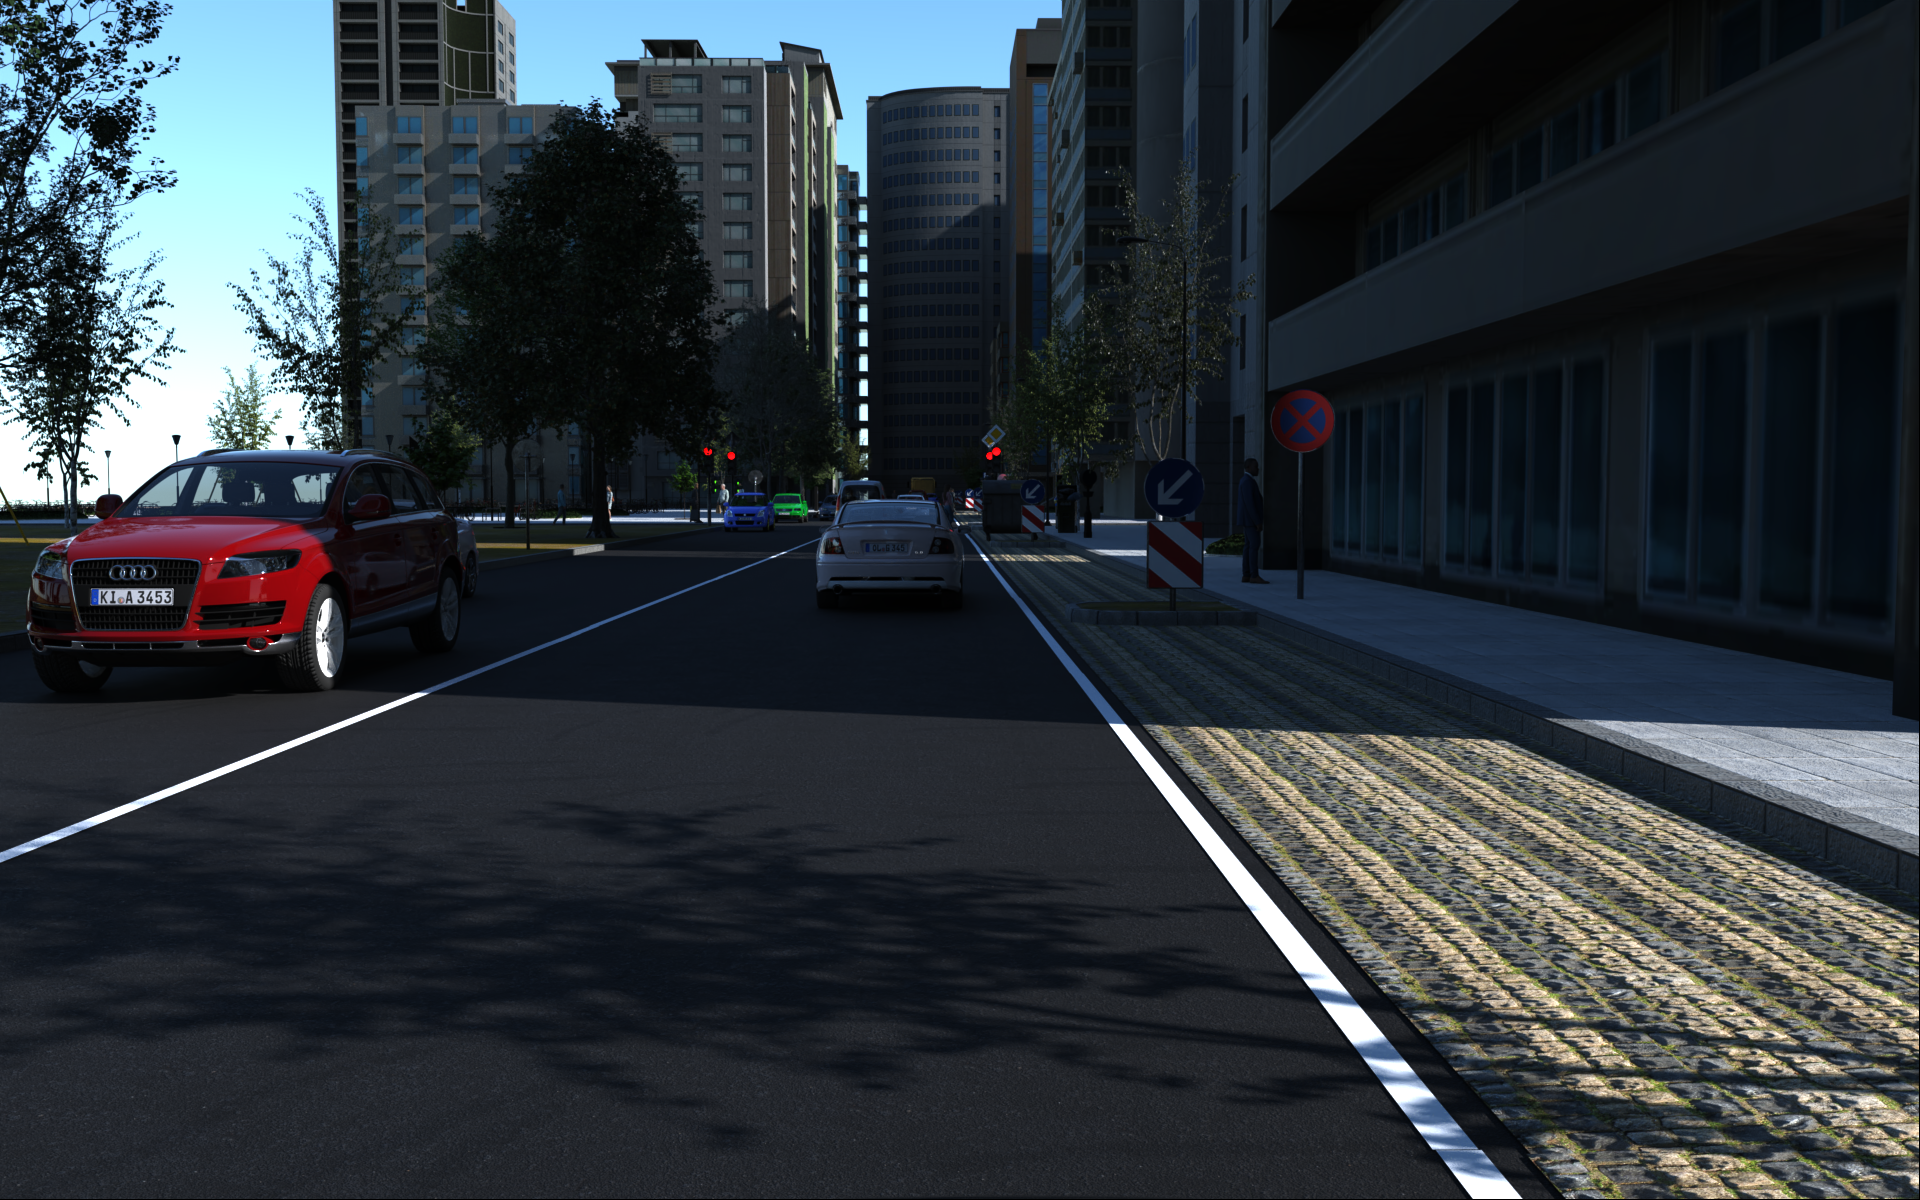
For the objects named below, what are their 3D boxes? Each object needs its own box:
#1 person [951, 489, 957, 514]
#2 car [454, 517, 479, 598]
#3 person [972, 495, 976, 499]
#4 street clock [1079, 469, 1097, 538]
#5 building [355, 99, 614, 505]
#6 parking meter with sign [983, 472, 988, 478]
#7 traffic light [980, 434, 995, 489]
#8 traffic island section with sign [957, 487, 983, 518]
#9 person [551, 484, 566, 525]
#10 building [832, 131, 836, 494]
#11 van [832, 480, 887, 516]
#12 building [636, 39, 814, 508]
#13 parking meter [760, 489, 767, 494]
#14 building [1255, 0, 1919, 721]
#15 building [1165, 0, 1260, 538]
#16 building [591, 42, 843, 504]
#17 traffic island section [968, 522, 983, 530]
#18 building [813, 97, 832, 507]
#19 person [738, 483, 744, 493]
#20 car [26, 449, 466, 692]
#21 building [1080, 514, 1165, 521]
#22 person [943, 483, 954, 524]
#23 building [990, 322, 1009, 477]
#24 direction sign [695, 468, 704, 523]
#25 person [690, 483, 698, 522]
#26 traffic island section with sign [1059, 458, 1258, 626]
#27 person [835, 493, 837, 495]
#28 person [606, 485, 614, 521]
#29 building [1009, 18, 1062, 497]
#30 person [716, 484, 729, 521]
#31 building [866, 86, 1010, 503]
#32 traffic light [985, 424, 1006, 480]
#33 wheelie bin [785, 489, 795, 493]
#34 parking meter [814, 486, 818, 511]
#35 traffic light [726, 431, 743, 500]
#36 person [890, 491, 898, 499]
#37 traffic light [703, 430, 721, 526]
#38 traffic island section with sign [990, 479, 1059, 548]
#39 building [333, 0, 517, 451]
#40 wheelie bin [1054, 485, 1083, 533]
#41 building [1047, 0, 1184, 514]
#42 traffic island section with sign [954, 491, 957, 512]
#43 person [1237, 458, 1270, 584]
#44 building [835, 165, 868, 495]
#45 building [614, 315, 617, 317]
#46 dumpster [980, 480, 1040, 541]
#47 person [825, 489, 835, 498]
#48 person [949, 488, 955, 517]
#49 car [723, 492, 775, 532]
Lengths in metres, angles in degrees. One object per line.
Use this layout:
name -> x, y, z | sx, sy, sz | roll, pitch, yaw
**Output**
person -> -0.576, -6.970, 122.554 | 0.767, 1.812, 0.694 | 0, 4, -3
car -> -7.652, -0.630, 22.660 | 2.083, 1.381, 4.827 | 0, 4, -2
person -> 1.722, -12.830, 216.485 | 0.551, 1.740, 0.621 | -3, 5, -42
street clock -> 3.744, -2.818, 50.646 | 0.471, 2.002, 0.358 | -1, 4, -21
building -> -57.664, -36.292, 212.983 | 30.456, 49.044, 23.786 | 0, 4, -1
parking meter with sign -> 2.122, -8.686, 138.280 | 0.543, 3.016, 1.738 | 0, 4, -1
traffic light -> 1.315, -5.417, 77.491 | 0.839, 4.253, 0.868 | 0, 4, -1
traffic island section with sign -> 0.993, -5.723, 102.202 | 1.989, 1.847, 2.006 | 0, 4, -1
person -> -16.452, -3.847, 71.267 | 0.748, 1.841, 0.638 | 0, 4, -4
building -> -20.961, -30.803, 187.231 | 14.154, 41.232, 14.086 | 0, 4, -1
van -> -3.036, -2.884, 54.167 | 2.013, 2.044, 4.112 | 0, 4, -2
building -> -21.359, -29.071, 158.908 | 14.154, 41.232, 14.086 | 0, 4, -1
parking meter -> -10.557, -5.178, 93.070 | 0.372, 1.533, 0.369 | 0, 3, 0
building -> 15.917, -24.138, 18.352 | 21.300, 48.544, 21.600 | 0, 4, -1
building -> 17.311, -31.126, 50.916 | 21.231, 58.520, 28.212 | 0, 4, -1
building -> -28.625, -38.029, 211.008 | 27.495, 52.752, 28.713 | 0, 4, -1
traffic island section -> 1.355, -3.384, 77.606 | 2.009, 0.180, 2.903 | 0, 4, -1
building -> -20.649, -29.944, 173.175 | 14.154, 41.232, 14.086 | 0, 4, -1
person -> -11.087, -4.985, 87.578 | 0.654, 1.822, 0.581 | -2, 4, -31
car -> -5.616, -0.340, 14.240 | 2.281, 1.827, 5.304 | 0, 4, -1
building -> 17.808, -24.645, 94.826 | 23.993, 40.220, 32.217 | 0, 4, -1
person -> -0.414, -3.393, 63.983 | 0.388, 1.821, 0.555 | -3, 5, -42
building -> 17.575, -20.993, 188.276 | 27.650, 21.520, 28.899 | 0, 4, -1
direction sign -> -11.577, -5.186, 76.785 | 0.379, 3.537, 0.876 | 0, 4, -4
person -> -12.210, -4.485, 79.591 | 0.699, 1.804, 1.509 | 0, 4, 4
traffic island section with sign -> 2.221, -0.675, 19.665 | 1.989, 1.847, 2.006 | 0, 4, -1
person -> -13.528, -11.082, 190.458 | 0.599, 1.433, 0.991 | 0, 4, -4
person -> -16.640, -4.590, 82.089 | 0.512, 1.701, 0.522 | 3, 5, 43
building -> 11.908, -31.497, 165.085 | 14.600, 45.320, 14.200 | 0, 4, -1
person -> -11.363, -4.687, 83.154 | 0.782, 1.767, 0.515 | 3, 4, 36
building -> 0.930, -43.164, 247.730 | 28.212, 58.520, 21.231 | 0, 4, -1
traffic light -> 1.433, -4.929, 69.507 | 0.839, 4.253, 0.868 | 0, 4, -1
wheelie bin -> -11.037, -6.386, 112.315 | 0.693, 1.594, 0.980 | 1, 4, 20
parking meter -> -10.875, -7.659, 130.932 | 0.255, 1.863, 0.399 | 0, 4, 2
traffic light -> -10.145, -5.406, 77.306 | 0.839, 4.253, 0.868 | 0, 4, -1
person -> -6.089, -9.280, 160.779 | 0.990, 1.755, 0.434 | 1, 4, 12
traffic light -> -10.027, -4.918, 69.322 | 0.839, 4.253, 0.868 | 0, 4, -1
traffic island section with sign -> 1.820, -2.342, 46.911 | 1.989, 1.847, 2.006 | 0, 4, -1
building -> -75.539, -49.459, 246.905 | 20.611, 71.187, 20.563 | 0, 4, -1
wheelie bin -> 3.565, -3.015, 57.208 | 0.980, 1.594, 0.693 | 1, 4, 12
building -> 20.134, -27.441, 140.544 | 32.217, 40.220, 23.993 | 0, 4, -1
traffic island section with sign -> 0.598, -7.393, 129.502 | 1.989, 1.847, 2.006 | 0, 4, -1
person -> 4.206, -1.150, 25.030 | 0.419, 1.800, 0.721 | 0, 4, -3
building -> -28.415, -38.466, 248.528 | 30.456, 49.044, 23.786 | 0, 4, -1
building -> -54.436, -38.179, 247.929 | 21.600, 48.544, 21.300 | 0, 4, -1
dumpster -> 1.560, -2.733, 52.901 | 1.865, 1.857, 1.264 | 0, 4, 0
person -> -12.023, -9.482, 161.857 | 1.217, 1.735, 0.721 | 1, 4, 18
person -> -0.638, -5.977, 106.106 | 0.818, 1.842, 0.514 | 0, 4, 0
car -> -8.112, -3.502, 66.851 | 1.945, 1.707, 3.694 | 0, 4, -1
